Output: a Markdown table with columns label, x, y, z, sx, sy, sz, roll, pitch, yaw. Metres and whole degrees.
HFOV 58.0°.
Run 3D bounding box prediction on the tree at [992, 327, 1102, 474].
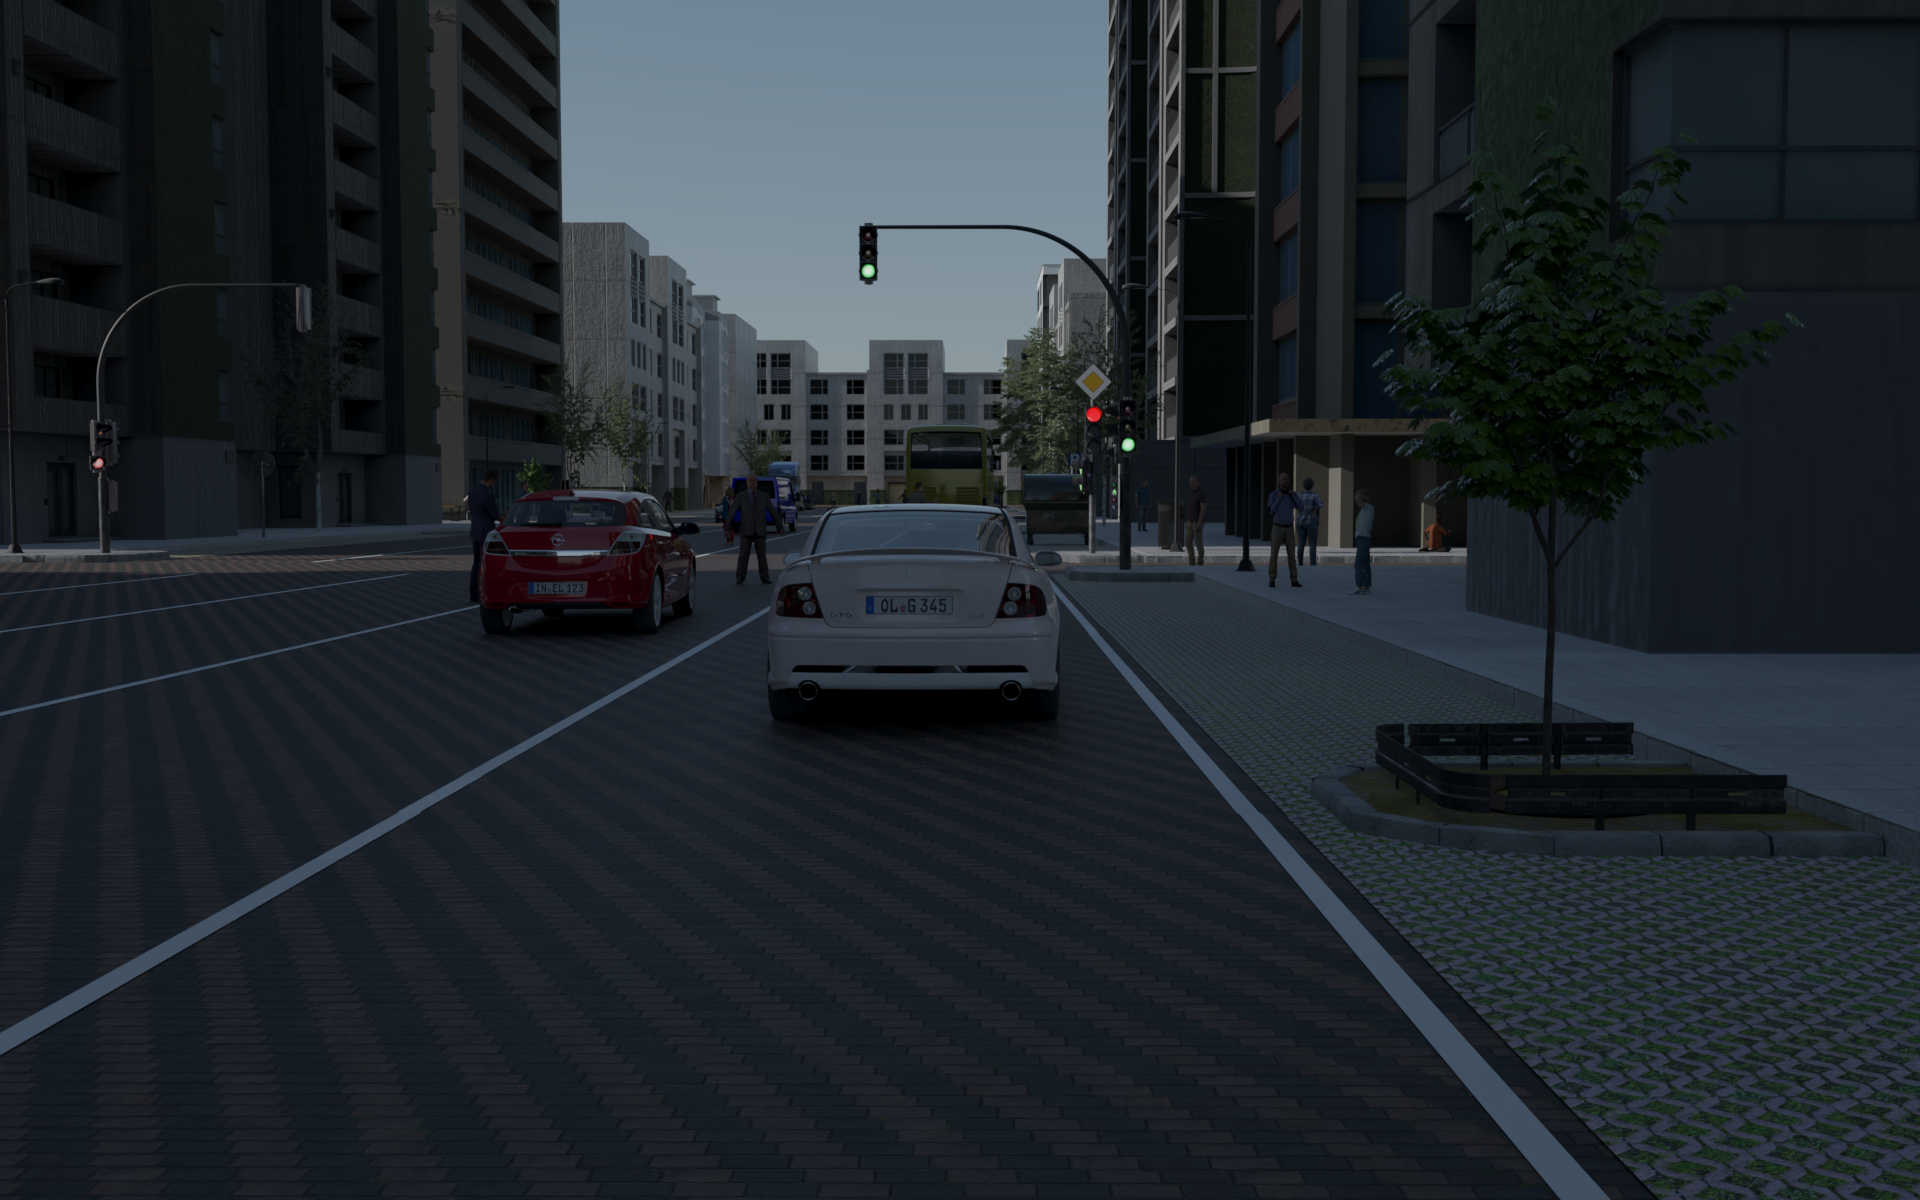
| label | x | y | z | sx | sy | sz | roll | pitch | yaw |
| --- | --- | --- | --- | --- | --- | --- | --- | --- | --- |
| tree | 5.801 | -12.220 | 117.930 | 7.486 | 12.596 | 7.792 | 0 | 3 | 0 |

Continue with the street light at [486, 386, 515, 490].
| label | x | y | z | sx | sy | sz | roll | pitch | yaw |
| --- | --- | --- | --- | --- | --- | --- | --- | --- | --- |
| street light | -19.734 | -6.221 | 74.260 | 1.470 | 5.913 | 1.316 | 0 | 4 | 0 |

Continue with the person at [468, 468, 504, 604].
| label | x | y | z | sx | sy | sz | roll | pitch | yaw |
| --- | --- | --- | --- | --- | --- | --- | --- | --- | --- |
| person | -6.193 | -0.844 | 22.753 | 0.683 | 1.767 | 0.568 | 3 | 4 | 38 |

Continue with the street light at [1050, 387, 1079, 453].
| label | x | y | z | sx | sy | sz | roll | pitch | yaw |
| --- | --- | --- | --- | --- | --- | --- | --- | --- | --- |
| street light | 4.584 | -6.280 | 75.220 | 1.470 | 5.913 | 1.316 | 0 | 4 | 0 |

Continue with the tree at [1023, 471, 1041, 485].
| label | x | y | z | sx | sy | sz | roll | pitch | yaw |
| --- | --- | --- | --- | --- | --- | --- | --- | --- | --- |
| tree | 6.386 | -9.518 | 150.222 | 1.663 | 3.219 | 1.824 | 0 | 3 | 0 |

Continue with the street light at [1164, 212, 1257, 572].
| label | x | y | z | sx | sy | sz | roll | pitch | yaw |
| --- | --- | --- | --- | --- | --- | --- | --- | --- | --- |
| street light | 4.217 | -3.432 | 28.650 | 1.470 | 5.913 | 1.316 | 0 | 4 | 0 |

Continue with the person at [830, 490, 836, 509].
| label | x | y | z | sx | sy | sz | roll | pitch | yaw |
| --- | --- | --- | --- | --- | --- | --- | --- | --- | --- |
| person | -11.605 | -9.099 | 157.791 | 0.617 | 1.759 | 0.750 | -1 | 4 | -22 |

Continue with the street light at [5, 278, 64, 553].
| label | x | y | z | sx | sy | sz | roll | pitch | yaw |
| --- | --- | --- | --- | --- | --- | --- | --- | --- | --- |
| street light | -19.976 | -3.968 | 37.413 | 1.470 | 5.913 | 1.316 | 0 | 4 | 0 |

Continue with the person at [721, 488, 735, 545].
| label | x | y | z | sx | sy | sz | roll | pitch | yaw |
| --- | --- | --- | --- | --- | --- | --- | --- | --- | --- |
| person | -6.530 | -2.353 | 48.676 | 0.444 | 1.614 | 0.593 | 0 | 4 | 4 |

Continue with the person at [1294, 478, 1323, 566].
| label | x | y | z | sx | sy | sz | roll | pitch | yaw |
| --- | --- | --- | --- | --- | --- | --- | --- | --- | --- |
| person | 6.471 | -1.412 | 32.315 | 0.376 | 1.734 | 0.841 | -3 | 5 | -41 |

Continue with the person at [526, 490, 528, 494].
| label | x | y | z | sx | sy | sz | roll | pitch | yaw |
| --- | --- | --- | --- | --- | --- | --- | --- | --- | --- |
| person | -17.565 | -3.760 | 70.501 | 0.750 | 1.759 | 0.617 | 3 | 5 | 40 |

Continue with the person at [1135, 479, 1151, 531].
| label | x | y | z | sx | sy | sz | roll | pitch | yaw |
| --- | --- | --- | --- | --- | --- | --- | --- | --- | --- |
| person | 6.321 | -3.268 | 59.600 | 0.598 | 1.807 | 0.434 | -1 | 4 | -15 |

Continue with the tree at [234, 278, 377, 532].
| label | x | y | z | sx | sy | sz | roll | pitch | yaw |
| --- | --- | --- | --- | --- | --- | --- | --- | --- | --- |
| tree | -21.881 | -6.595 | 58.197 | 4.360 | 8.622 | 3.978 | 0 | 3 | 0 |

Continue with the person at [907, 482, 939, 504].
| label | x | y | z | sx | sy | sz | roll | pitch | yaw |
| --- | --- | --- | --- | --- | --- | --- | --- | --- | --- |
| person | -1.005 | -2.331 | 47.149 | 0.750 | 1.759 | 0.617 | -2 | 4 | -35 |

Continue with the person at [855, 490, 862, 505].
| label | x | y | z | sx | sy | sz | roll | pitch | yaw |
| --- | --- | --- | --- | --- | --- | --- | --- | --- | --- |
| person | -7.752 | -7.509 | 131.720 | 0.568 | 1.767 | 0.683 | -3 | 4 | -36 |

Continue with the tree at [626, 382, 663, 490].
| label | x | y | z | sx | sy | sz | roll | pitch | yaw |
| --- | --- | --- | --- | --- | --- | --- | --- | --- | --- |
| tree | -20.648 | -9.585 | 107.084 | 4.737 | 8.622 | 4.395 | 0 | 3 | 0 |

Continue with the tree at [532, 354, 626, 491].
| label | x | y | z | sx | sy | sz | roll | pitch | yaw |
| --- | --- | --- | --- | --- | --- | --- | --- | --- | --- |
| tree | -20.407 | -8.654 | 91.862 | 4.737 | 8.622 | 4.395 | 0 | 3 | 0 |

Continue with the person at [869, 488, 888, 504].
| label | x | y | z | sx | sy | sz | roll | pitch | yaw |
| --- | --- | --- | --- | --- | --- | --- | --- | --- | --- |
| person | -5.511 | -6.595 | 116.410 | 1.350 | 1.814 | 0.705 | -1 | 4 | -17 |

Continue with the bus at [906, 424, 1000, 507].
| label | x | y | z | sx | sy | sz | roll | pitch | yaw |
| --- | --- | --- | --- | --- | --- | --- | --- | --- | --- |
| bus | -0.185 | -4.159 | 59.543 | 2.896 | 3.916 | 12.252 | 0 | 4 | 2 |

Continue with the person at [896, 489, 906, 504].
| label | x | y | z | sx | sy | sz | roll | pitch | yaw |
| --- | --- | --- | --- | --- | --- | --- | --- | --- | --- |
| person | -4.070 | -7.280 | 127.666 | 1.348 | 1.807 | 0.705 | -2 | 4 | -33 |

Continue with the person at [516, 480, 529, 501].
| label | x | y | z | sx | sy | sz | roll | pitch | yaw |
| --- | --- | --- | --- | --- | --- | --- | --- | --- | --- |
| person | -11.856 | -2.355 | 47.132 | 0.434 | 1.807 | 0.598 | 1 | 4 | 14 |

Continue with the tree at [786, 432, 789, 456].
| label | x | y | z | sx | sy | sz | roll | pitch | yaw |
| --- | --- | --- | --- | --- | --- | --- | --- | --- | --- |
| tree | -20.599 | -14.628 | 189.526 | 4.737 | 8.622 | 4.395 | 0 | 3 | 0 |

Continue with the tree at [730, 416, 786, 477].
| label | x | y | z | sx | sy | sz | roll | pitch | yaw |
| --- | --- | --- | --- | --- | --- | --- | --- | --- | --- |
| tree | -19.461 | -13.037 | 163.513 | 4.737 | 8.622 | 4.395 | 0 | 3 | 0 |

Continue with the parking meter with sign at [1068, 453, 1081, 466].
| label | x | y | z | sx | sy | sz | roll | pitch | yaw |
| --- | --- | --- | --- | --- | --- | --- | --- | --- | --- |
| parking meter with sign | 4.997 | -4.663 | 72.508 | 0.543 | 3.016 | 1.738 | -1 | 4 | -11 |

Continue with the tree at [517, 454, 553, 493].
| label | x | y | z | sx | sy | sz | roll | pitch | yaw |
| --- | --- | --- | --- | --- | --- | --- | --- | --- | --- |
| tree | -20.387 | -5.433 | 83.434 | 1.663 | 3.219 | 1.824 | 0 | 3 | 0 |

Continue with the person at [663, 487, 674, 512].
| label | x | y | z | sx | sy | sz | roll | pitch | yaw |
| --- | --- | --- | --- | --- | --- | --- | --- | --- | --- |
| person | -20.640 | -7.095 | 122.596 | 0.990 | 1.755 | 0.434 | 2 | 4 | 31 |

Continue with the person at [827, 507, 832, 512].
| label | x | y | z | sx | sy | sz | roll | pitch | yaw |
| --- | --- | --- | --- | --- | --- | --- | --- | --- | --- |
| person | -5.489 | -3.621 | 75.633 | 0.695 | 0.859 | 0.347 | 1 | 4 | 15 |

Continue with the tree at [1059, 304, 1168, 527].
| label | x | y | z | sx | sy | sz | roll | pitch | yaw |
| --- | --- | --- | --- | --- | --- | --- | --- | --- | --- |
| tree | 5.911 | -7.201 | 68.103 | 4.737 | 8.622 | 4.395 | 0 | 3 | 0 |

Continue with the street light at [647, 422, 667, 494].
| label | x | y | z | sx | sy | sz | roll | pitch | yaw |
| --- | --- | --- | --- | --- | --- | --- | --- | --- | --- |
| street light | -19.553 | -8.502 | 111.548 | 1.470 | 5.913 | 1.316 | 0 | 4 | 0 |

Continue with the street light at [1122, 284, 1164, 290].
| label | x | y | z | sx | sy | sz | roll | pitch | yaw |
| --- | --- | --- | --- | --- | --- | --- | --- | --- | --- |
| street light | 4.284 | -4.026 | 38.374 | 1.470 | 5.913 | 1.316 | 0 | 4 | 0 |

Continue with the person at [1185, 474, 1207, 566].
| label | x | y | z | sx | sy | sz | roll | pitch | yaw |
| --- | --- | --- | --- | --- | --- | --- | --- | --- | --- |
| person | 4.436 | -1.482 | 32.853 | 0.434 | 1.807 | 0.598 | 0 | 4 | -6 |

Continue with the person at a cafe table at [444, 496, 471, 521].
| label | x | y | z | sx | sy | sz | roll | pitch | yaw |
| --- | --- | --- | --- | --- | --- | --- | --- | --- | --- |
| person at a cafe table | -23.265 | -4.494 | 81.999 | 1.622 | 1.524 | 1.698 | 3 | 5 | 44 |

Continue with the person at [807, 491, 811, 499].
| label | x | y | z | sx | sy | sz | roll | pitch | yaw |
| --- | --- | --- | --- | --- | --- | --- | --- | --- | --- |
| person | -14.265 | -9.445 | 163.840 | 0.530 | 1.710 | 0.541 | -2 | 4 | -35 |

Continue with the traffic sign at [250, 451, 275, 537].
| label | x | y | z | sx | sy | sz | roll | pitch | yaw |
| --- | --- | --- | --- | --- | --- | --- | --- | --- | --- |
| traffic sign | -20.586 | -3.121 | 51.131 | 0.768 | 2.556 | 0.104 | 0 | 4 | 5 |

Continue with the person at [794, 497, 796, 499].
| label | x | y | z | sx | sy | sz | roll | pitch | yaw |
| --- | --- | --- | --- | --- | --- | --- | --- | --- | --- |
| person | -13.147 | -7.786 | 135.677 | 0.709 | 1.838 | 0.599 | -3 | 5 | -44 |

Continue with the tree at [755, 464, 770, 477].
| label | x | y | z | sx | sy | sz | roll | pitch | yaw |
| --- | --- | --- | --- | --- | --- | --- | --- | --- | --- |
| tree | -19.629 | -11.798 | 176.605 | 4.285 | 4.588 | 4.351 | 0 | 3 | 0 |

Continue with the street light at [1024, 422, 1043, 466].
| label | x | y | z | sx | sy | sz | roll | pitch | yaw |
| --- | --- | --- | --- | --- | --- | --- | --- | --- | --- |
| street light | 4.832 | -8.548 | 112.301 | 1.470 | 5.913 | 1.316 | 0 | 4 | 0 |

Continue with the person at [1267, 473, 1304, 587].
| label | x | y | z | sx | sy | sz | roll | pitch | yaw |
| --- | --- | --- | --- | --- | --- | --- | --- | --- | --- |
| person | 4.480 | -0.964 | 23.861 | 0.516 | 1.574 | 0.319 | 0 | 4 | -2 |

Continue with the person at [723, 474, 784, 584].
| label | x | y | z | sx | sy | sz | roll | pitch | yaw |
| --- | --- | --- | --- | --- | --- | --- | --- | --- | --- |
| person | -3.280 | -1.137 | 27.648 | 0.990 | 1.755 | 0.434 | -1 | 4 | -15 |
